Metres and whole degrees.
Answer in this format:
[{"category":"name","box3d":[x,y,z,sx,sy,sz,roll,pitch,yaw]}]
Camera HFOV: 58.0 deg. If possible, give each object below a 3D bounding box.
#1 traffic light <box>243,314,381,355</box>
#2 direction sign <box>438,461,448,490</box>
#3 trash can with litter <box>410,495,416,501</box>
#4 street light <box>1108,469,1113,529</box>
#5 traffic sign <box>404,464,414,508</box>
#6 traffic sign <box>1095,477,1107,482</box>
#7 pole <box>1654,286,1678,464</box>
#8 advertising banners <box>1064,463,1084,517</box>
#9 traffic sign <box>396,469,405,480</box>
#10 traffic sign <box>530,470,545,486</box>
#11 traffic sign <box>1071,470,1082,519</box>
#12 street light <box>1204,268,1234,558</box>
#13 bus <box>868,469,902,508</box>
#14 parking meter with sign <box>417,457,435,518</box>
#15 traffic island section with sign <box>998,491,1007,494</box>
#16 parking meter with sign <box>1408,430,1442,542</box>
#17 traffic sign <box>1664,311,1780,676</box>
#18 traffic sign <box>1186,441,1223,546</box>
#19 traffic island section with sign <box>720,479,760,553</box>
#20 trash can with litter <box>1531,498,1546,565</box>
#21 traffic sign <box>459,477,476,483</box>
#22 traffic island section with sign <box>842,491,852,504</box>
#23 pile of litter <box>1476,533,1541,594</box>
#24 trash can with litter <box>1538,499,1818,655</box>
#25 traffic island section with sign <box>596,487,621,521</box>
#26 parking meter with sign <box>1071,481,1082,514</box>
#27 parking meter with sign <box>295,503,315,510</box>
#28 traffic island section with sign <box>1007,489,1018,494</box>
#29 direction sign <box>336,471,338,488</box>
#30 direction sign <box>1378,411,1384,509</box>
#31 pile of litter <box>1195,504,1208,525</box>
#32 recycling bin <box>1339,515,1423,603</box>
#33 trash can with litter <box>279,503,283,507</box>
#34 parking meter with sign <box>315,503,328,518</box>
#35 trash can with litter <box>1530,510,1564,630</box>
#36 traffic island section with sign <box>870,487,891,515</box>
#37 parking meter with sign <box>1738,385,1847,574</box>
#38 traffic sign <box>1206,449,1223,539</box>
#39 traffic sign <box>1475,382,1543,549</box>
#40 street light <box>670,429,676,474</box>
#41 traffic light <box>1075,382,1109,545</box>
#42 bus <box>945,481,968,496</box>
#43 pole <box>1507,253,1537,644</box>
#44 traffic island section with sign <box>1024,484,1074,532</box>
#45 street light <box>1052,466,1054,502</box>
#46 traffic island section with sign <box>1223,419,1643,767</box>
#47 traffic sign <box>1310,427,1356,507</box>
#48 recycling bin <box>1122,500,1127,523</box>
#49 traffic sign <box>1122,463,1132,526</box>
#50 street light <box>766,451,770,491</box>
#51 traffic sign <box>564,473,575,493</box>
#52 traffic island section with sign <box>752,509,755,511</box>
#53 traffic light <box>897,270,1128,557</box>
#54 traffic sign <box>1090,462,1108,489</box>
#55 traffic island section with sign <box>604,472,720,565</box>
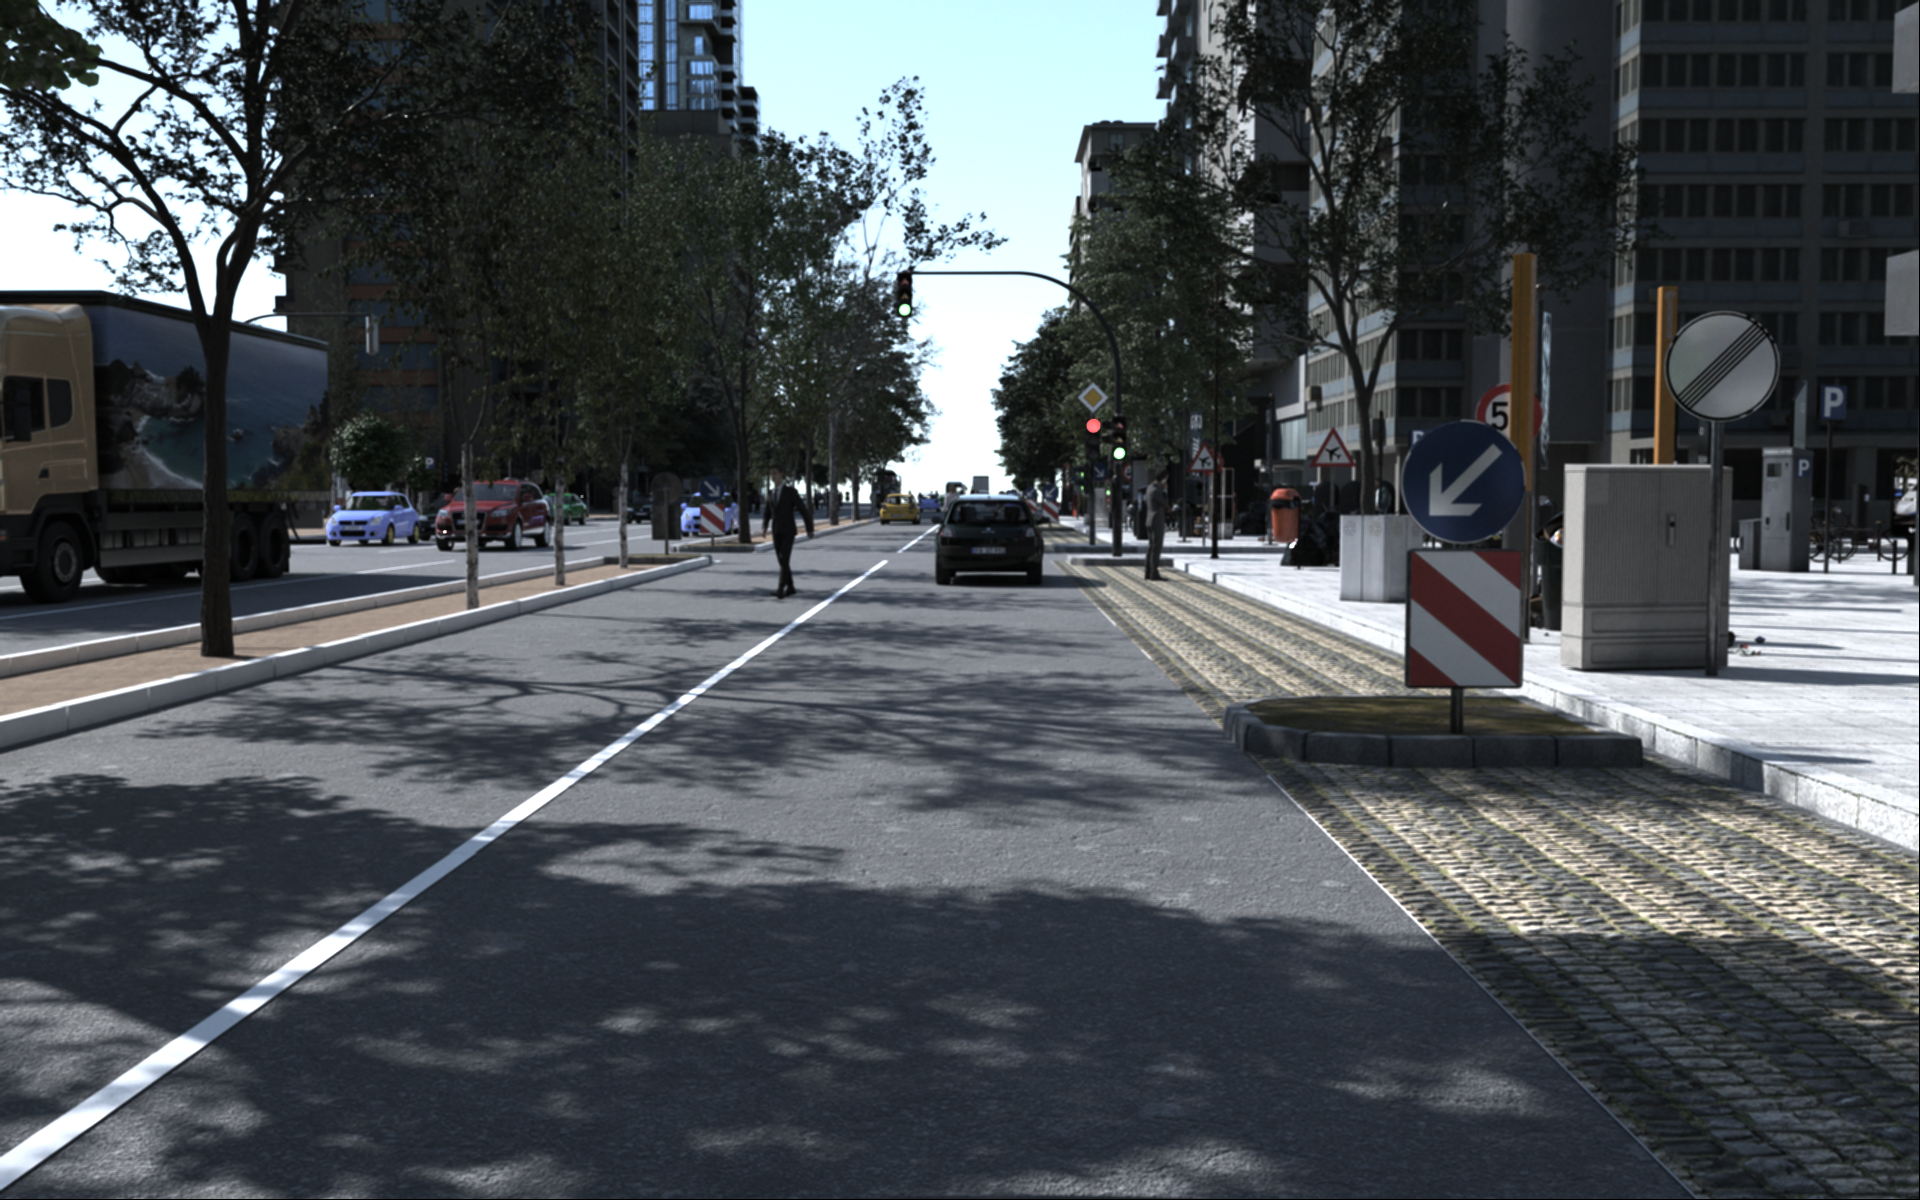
[{"category":"traffic light","box3d":[-17.061,-4.223,43.715,4.771,5.953,1.251,0,4,1]},{"category":"direction sign","box3d":[-35.180,-7.699,117.871,0.876,3.537,0.379,2,4,27]},{"category":"trash can with litter","box3d":[-36.427,-6.348,114.840,2.233,1.210,1.678,2,4,34]},{"category":"street light","box3d":[5.577,-5.572,63.885,0.468,5.910,1.993,0,4,1]},{"category":"traffic sign","box3d":[-23.397,-4.520,74.013,0.768,2.556,0.104,0,4,8]},{"category":"traffic sign","box3d":[5.952,-4.532,74.203,0.768,2.556,0.104,0,4,5]},{"category":"pole","box3d":[6.951,-1.423,17.105,0.158,3.312,0.155,0,3,0]},{"category":"advertising banners","box3d":[6.440,-6.134,96.483,0.090,3.025,2.074,-3,4,-36]},{"category":"traffic sign","box3d":[-22.503,-4.215,69.019,0.768,2.556,0.104,1,4,8]},{"category":"traffic sign","box3d":[-22.221,-5.563,91.066,0.768,2.556,0.104,0,4,2]},{"category":"traffic sign","box3d":[5.971,-5.361,87.766,0.768,2.556,0.104,1,4,9]},{"category":"street light","box3d":[5.087,-3.769,34.415,0.468,5.910,1.993,0,4,1]},{"category":"bus","box3d":[-7.371,-11.136,173.622,2.896,3.916,12.252,0,4,1]},{"category":"parking meter with sign","box3d":[-25.526,-5.279,82.579,0.543,3.016,1.738,-2,4,-32]},{"category":"traffic island section with sign","box3d":[4.348,-8.254,143.583,1.989,1.847,2.006,0,4,1]},{"category":"parking meter with sign","box3d":[12.733,-3.059,46.271,0.543,3.016,1.738,-2,4,-23]},{"category":"traffic sign","box3d":[5.309,-0.737,12.157,0.768,2.556,0.104,0,4,6]},{"category":"traffic sign","box3d":[5.993,-2.598,42.489,0.884,2.594,0.081,0,4,8]},{"category":"traffic island section with sign","box3d":[-6.093,-2.152,43.325,2.006,1.907,1.989,0,4,1]},{"category":"trash can with litter","box3d":[10.789,-1.215,30.924,2.233,1.210,1.678,0,4,6]},{"category":"traffic sign","box3d":[-22.810,-4.912,80.313,0.884,2.594,0.081,0,4,7]},{"category":"traffic island section with sign","box3d":[-16.412,-14.970,253.386,1.989,1.847,2.006,0,4,1]},{"category":"pile of litter","box3d":[7.089,-0.544,22.860,1.176,0.858,1.719,-2,4,-33]},{"category":"trash can with litter","box3d":[6.087,-0.229,14.797,1.678,1.210,2.233,0,4,2]},{"category":"traffic island section with sign","box3d":[-18.540,-5.203,93.699,1.989,1.847,2.006,0,4,1]},{"category":"parking meter with sign","box3d":[8.075,-7.134,112.906,1.738,3.016,0.543,1,4,10]},{"category":"parking meter with sign","box3d":[-28.631,-4.838,75.365,0.543,3.016,1.738,-1,4,-11]},{"category":"traffic island section with sign","box3d":[3.681,-5.185,93.395,1.989,1.847,2.006,0,4,1]},{"category":"direction sign","box3d":[-42.040,-7.633,116.802,0.379,3.537,0.876,-2,4,-30]},{"category":"direction sign","box3d":[11.509,-3.389,47.400,0.379,3.537,0.876,1,4,19]},{"category":"pile of litter","box3d":[9.925,-3.605,72.907,1.176,0.858,1.719,-3,4,-36]},{"category":"recycling bin","box3d":[5.051,-0.503,20.779,0.722,1.027,0.722,-3,5,-40]},{"category":"trash can with litter","box3d":[-25.260,-3.210,63.864,0.624,1.170,1.055,-1,4,-23]},{"category":"parking meter with sign","box3d":[-34.162,-5.843,91.794,1.738,3.016,0.543,3,4,37]},{"category":"trash can with litter","box3d":[5.604,-0.316,16.553,0.624,1.170,1.055,-1,4,-23]},{"category":"traffic island section with sign","box3d":[-5.103,-6.747,118.457,2.006,1.907,1.989,0,4,1]},{"category":"parking meter with sign","box3d":[13.646,-1.975,28.557,0.543,3.016,1.738,-1,4,-21]},{"category":"traffic sign","box3d":[7.116,-3.014,49.391,0.768,2.556,0.104,0,4,7]},{"category":"traffic sign","box3d":[6.276,-1.209,19.876,0.768,2.556,0.104,0,4,2]},{"category":"street light","box3d":[-20.151,-9.092,121.441,0.468,5.910,1.993,0,4,1]},{"category":"traffic light","box3d":[3.306,-3.334,43.426,0.839,4.253,0.868,0,4,1]},{"category":"bus","box3d":[-0.542,-16.166,259.177,2.948,3.499,13.247,0,4,3]},{"category":"pole","box3d":[4.801,-1.283,14.813,0.158,3.312,0.155,0,3,0]},{"category":"traffic island section with sign","box3d":[3.329,-3.536,66.442,1.989,1.847,2.006,0,4,1]},{"category":"street light","box3d":[6.309,-8.845,117.404,0.468,5.910,1.993,0,4,1]},{"category":"traffic island section with sign","box3d":[2.575,-0.082,9.971,1.989,1.847,2.006,0,4,1]},{"category":"traffic sign","box3d":[7.281,-2.071,33.866,0.884,2.594,0.081,0,4,6]},{"category":"recycling bin","box3d":[6.881,-3.903,76.371,0.722,1.027,0.722,2,4,33]},{"category":"traffic sign","box3d":[6.946,-4.295,70.322,0.768,2.556,0.104,0,4,7]},{"category":"street light","box3d":[-19.379,-12.365,174.960,0.468,5.910,1.993,0,4,1]},{"category":"traffic sign","box3d":[-21.207,-5.720,93.629,0.768,2.556,0.104,0,4,5]},{"category":"traffic island section with sign","box3d":[-17.878,-8.212,142.895,1.989,1.847,2.006,0,4,1]},{"category":"traffic light","box3d":[1.107,-3.710,35.328,4.771,5.953,1.251,0,4,1]},{"category":"traffic sign","box3d":[5.535,-4.222,69.132,0.768,2.556,0.104,1,4,8]},{"category":"traffic island section with sign","box3d":[-6.201,-1.699,35.919,2.006,1.907,1.989,0,4,1]}]
